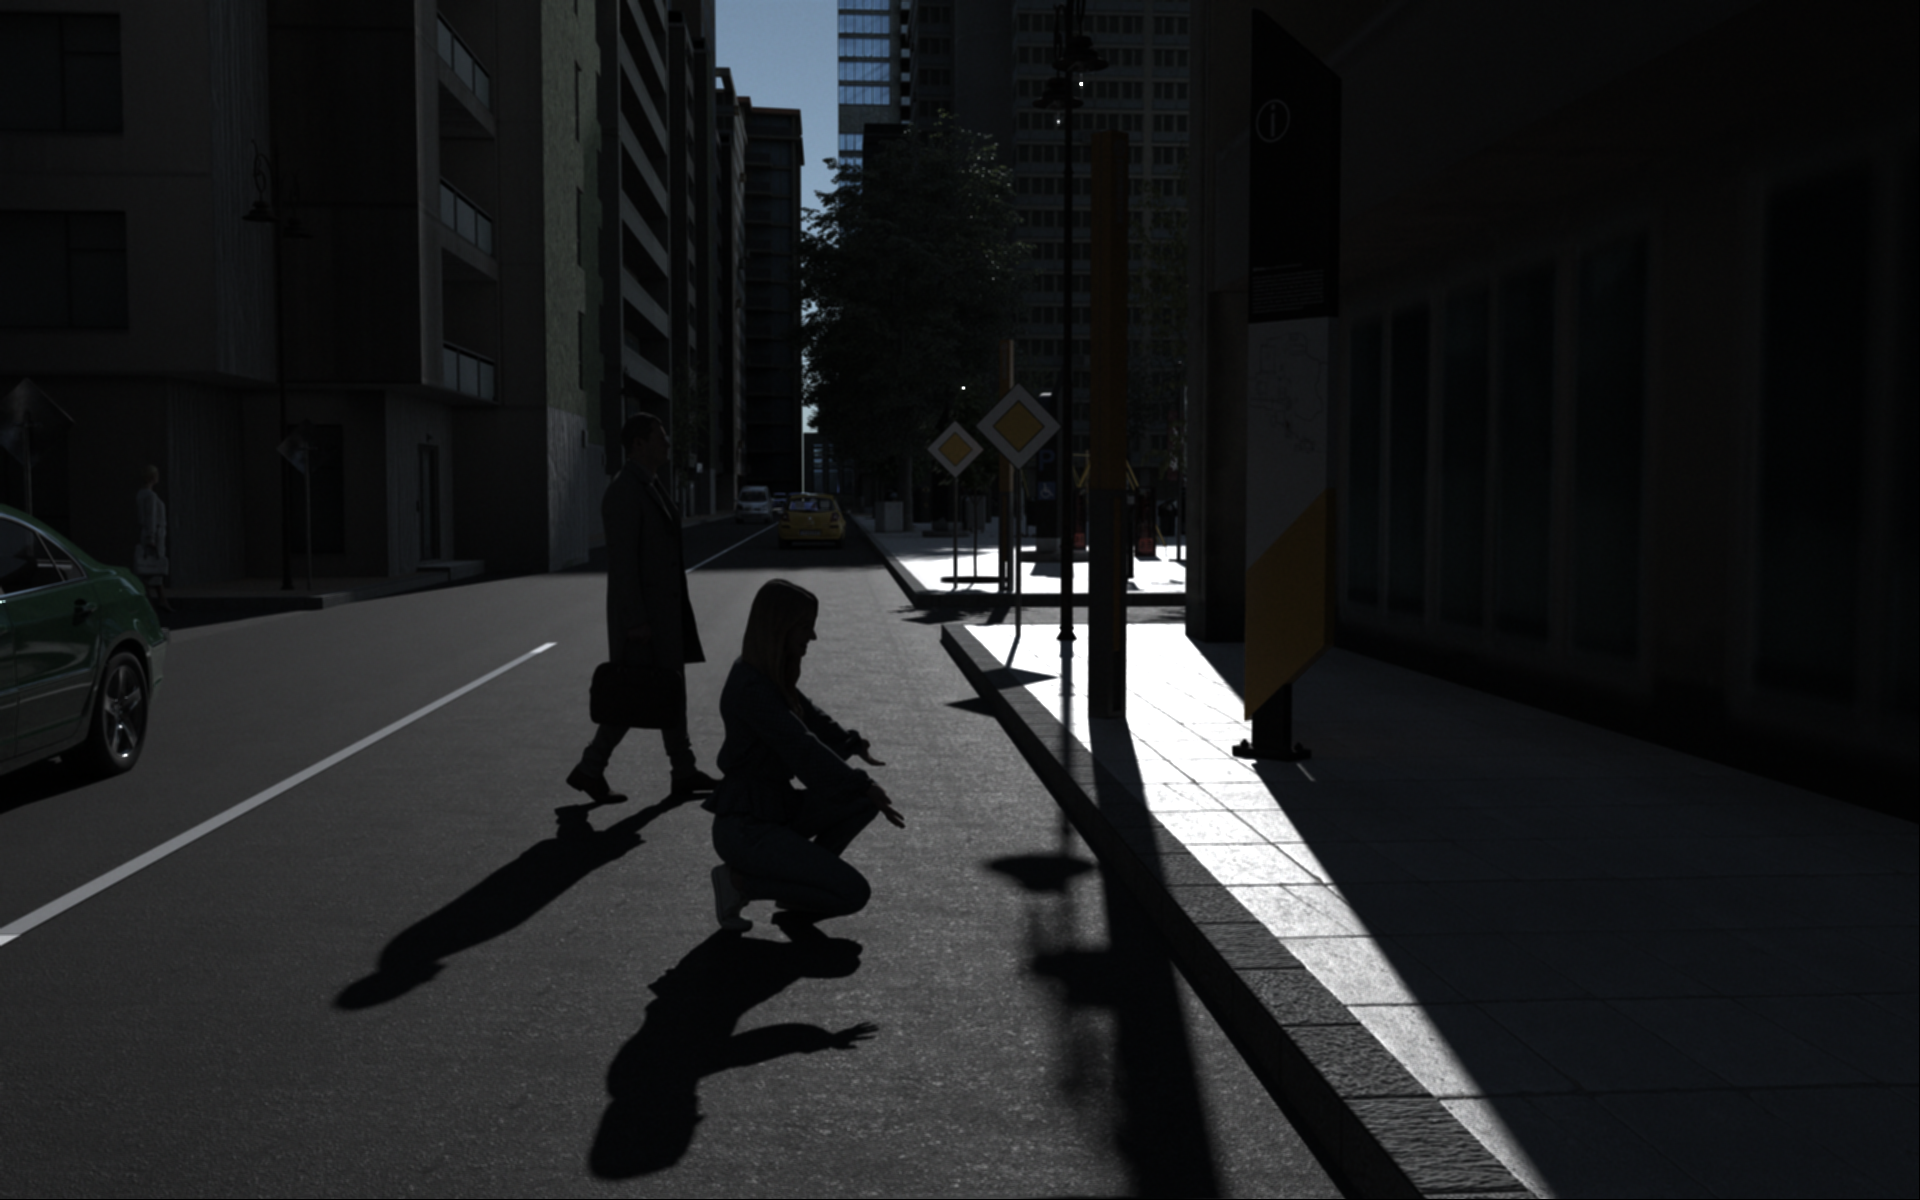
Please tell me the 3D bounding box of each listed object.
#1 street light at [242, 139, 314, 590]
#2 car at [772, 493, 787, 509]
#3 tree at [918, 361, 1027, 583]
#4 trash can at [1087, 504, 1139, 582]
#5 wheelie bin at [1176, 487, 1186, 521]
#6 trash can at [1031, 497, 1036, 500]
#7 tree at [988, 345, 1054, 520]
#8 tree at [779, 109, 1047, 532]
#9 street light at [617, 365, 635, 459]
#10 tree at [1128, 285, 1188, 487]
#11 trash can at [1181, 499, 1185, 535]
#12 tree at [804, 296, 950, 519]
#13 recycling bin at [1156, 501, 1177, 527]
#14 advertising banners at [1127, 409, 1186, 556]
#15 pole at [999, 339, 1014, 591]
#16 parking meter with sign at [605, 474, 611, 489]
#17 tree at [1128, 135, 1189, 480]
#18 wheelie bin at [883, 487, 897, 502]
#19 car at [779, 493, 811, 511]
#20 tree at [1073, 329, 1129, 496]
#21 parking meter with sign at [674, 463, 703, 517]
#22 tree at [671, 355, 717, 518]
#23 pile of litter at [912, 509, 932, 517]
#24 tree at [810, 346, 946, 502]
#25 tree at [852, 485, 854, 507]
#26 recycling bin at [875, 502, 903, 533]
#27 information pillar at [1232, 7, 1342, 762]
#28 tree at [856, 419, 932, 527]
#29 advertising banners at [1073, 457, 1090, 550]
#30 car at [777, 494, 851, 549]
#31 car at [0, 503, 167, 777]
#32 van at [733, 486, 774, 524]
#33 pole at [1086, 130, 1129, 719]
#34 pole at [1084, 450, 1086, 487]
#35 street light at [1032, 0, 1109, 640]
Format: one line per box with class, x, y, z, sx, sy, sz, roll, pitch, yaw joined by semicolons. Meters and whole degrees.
street light;-9.032;-3.076;23.085;0.468;5.910;1.993;0;4;-4
car;-16.820;-9.296;161.581;1.945;1.707;3.694;0;4;-4
tree;0.117;-1.886;25.437;1.663;3.219;1.824;0;3;0
trash can;2.227;-0.829;25.206;0.748;1.137;0.748;0;3;0
wheelie bin;10.172;-4.271;77.734;0.980;1.594;0.693;1;4;9
trash can;4.131;-5.256;97.589;0.748;1.137;0.748;0;3;0
tree;2.838;-8.219;84.737;4.737;8.622;4.395;0;3;0
tree;-1.961;-9.304;58.782;9.857;13.997;8.962;0;3;0
street light;-11.974;-5.471;62.245;0.468;5.910;1.993;0;4;-4
tree;8.275;-6.608;58.396;4.360;8.622;3.978;0;3;0
trash can;7.204;-2.630;54.648;0.748;1.137;0.748;0;3;0
tree;-4.290;-10.034;89.809;9.928;11.665;9.643;0;3;0
recycling bin;7.868;-3.303;66.558;0.722;1.027;0.722;2;4;30
advertising banners;3.795;-2.416;35.684;2.074;3.025;0.090;-1;4;-20
pole;0.615;-1.783;22.996;0.158;3.312;0.155;0;3;0
parking meter with sign;-13.192;-4.137;63.907;0.543;3.016;1.738;1;4;19
tree;4.521;-4.764;28.247;4.737;8.622;4.395;0;3;0
wheelie bin;-3.153;-4.451;80.678;0.980;1.594;0.693;3;5;43
car;-7.652;-4.470;82.668;1.945;1.707;3.694;0;4;-6
tree;6.923;-7.487;72.771;4.360;8.622;3.978;0;3;0
parking meter with sign;-15.310;-6.183;97.360;1.738;3.016;0.543;2;4;32
tree;-14.751;-8.597;90.926;4.737;8.622;4.395;0;3;0
pile of litter;-1.845;-5.166;98.429;1.719;0.858;1.176;3;4;36
tree;-4.485;-10.106;99.649;8.767;10.594;7.601;-2;4;-24
tree;-10.378;-11.095;176.003;1.663;3.219;1.824;0;3;0
recycling bin;-2.376;-2.770;57.840;0.722;1.027;0.722;-2;4;-30
information pillar;1.578;-1.036;8.297;0.183;3.616;0.504;-3;5;-42
tree;-2.335;-5.140;67.757;4.285;4.588;4.351;0;3;0
advertising banners;2.723;-2.683;40.055;2.074;3.025;0.090;-3;5;-40
car;-3.951;-2.222;46.549;2.015;1.641;3.980;0;4;-3
car;-5.084;0.265;7.459;2.131;1.459;4.920;0;4;-4
van;-10.148;-4.791;85.338;2.013;2.044;4.112;0;4;-4
pole;0.846;-0.980;9.872;0.158;3.312;0.155;0;3;0
pole;5.815;-5.260;79.844;0.158;3.312;0.155;0;3;0
street light;0.940;-2.587;15.090;0.468;5.910;1.993;0;4;-4
